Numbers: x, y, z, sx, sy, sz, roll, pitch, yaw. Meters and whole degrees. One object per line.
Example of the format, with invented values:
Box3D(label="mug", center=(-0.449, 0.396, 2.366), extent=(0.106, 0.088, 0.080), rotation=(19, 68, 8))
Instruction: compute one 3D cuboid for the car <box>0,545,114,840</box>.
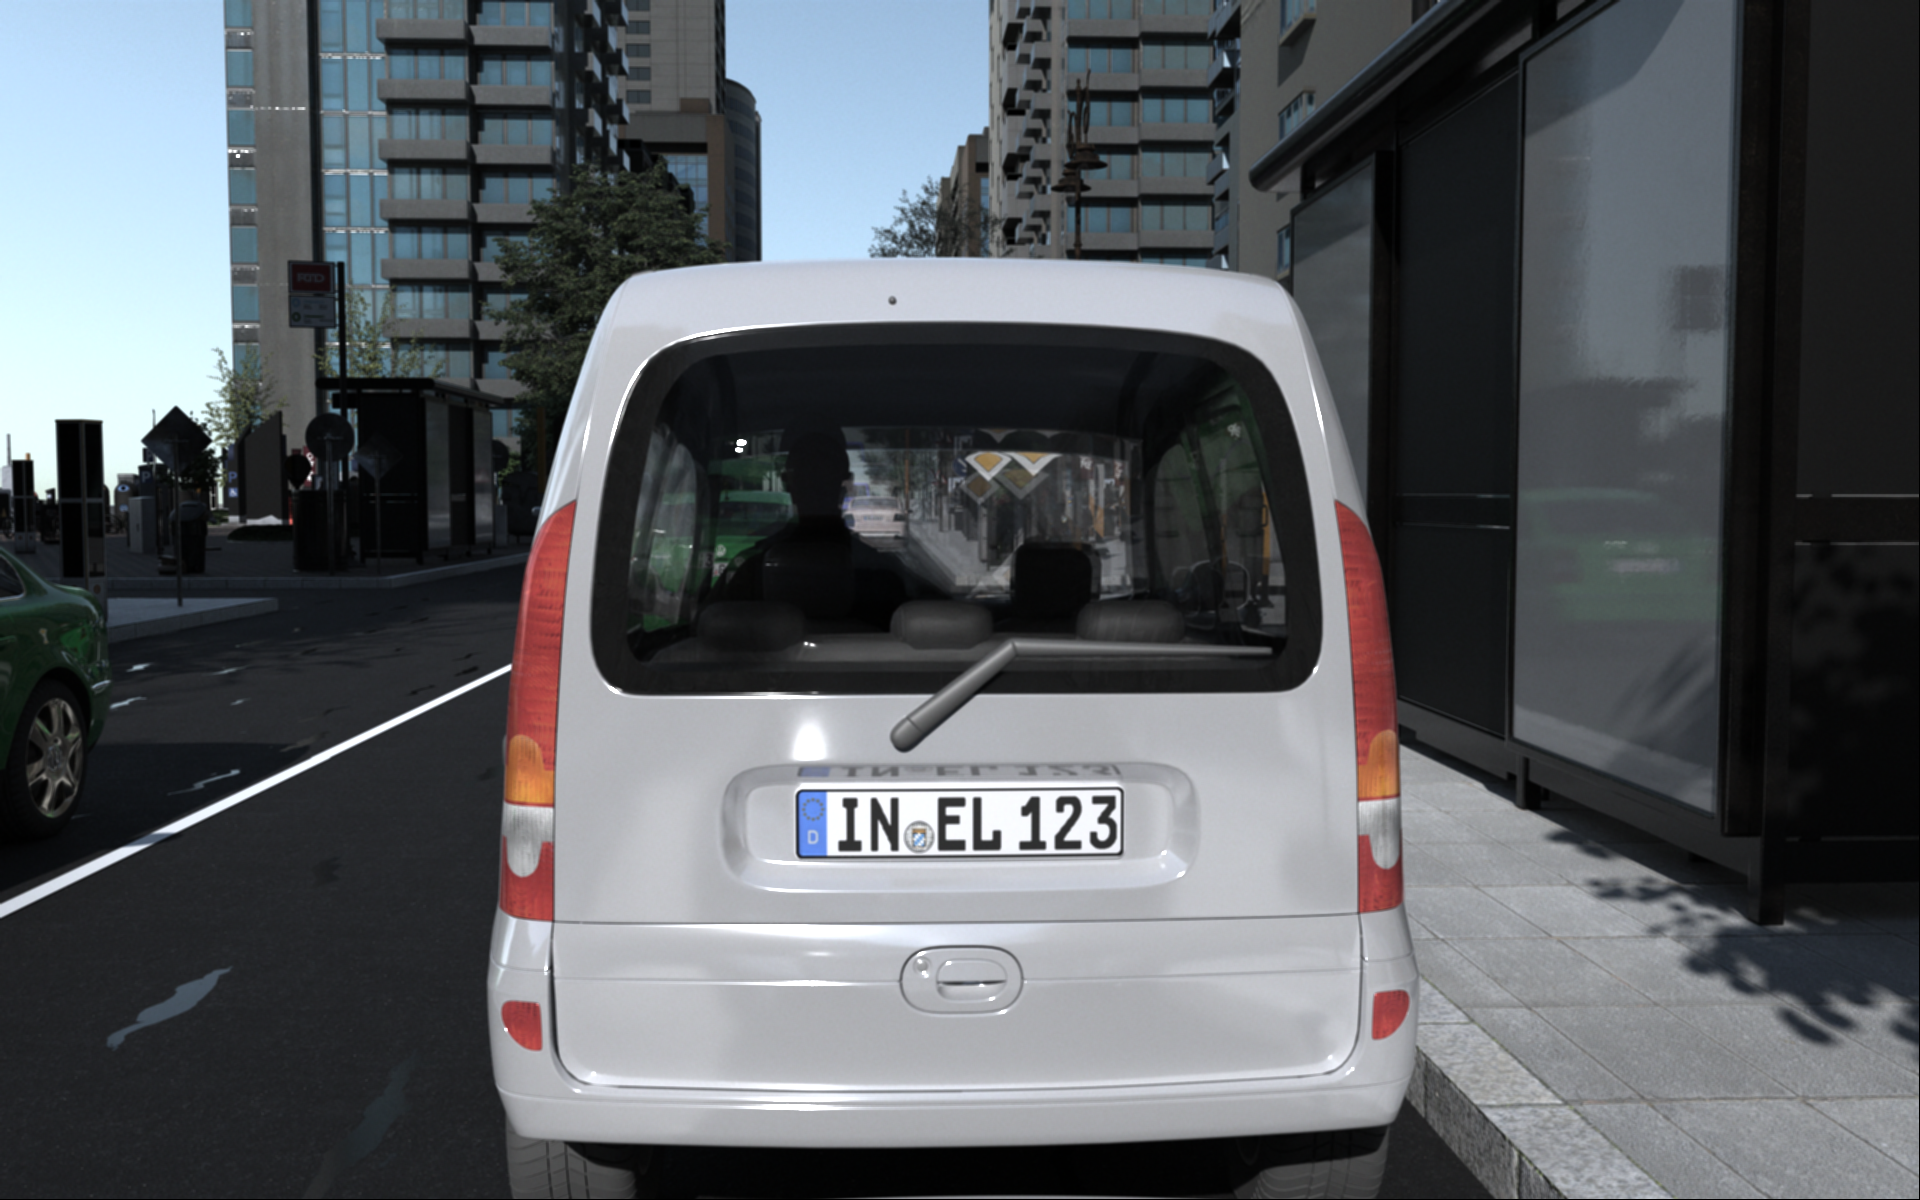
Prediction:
Box3D(label="car", center=(-4.589, 0.182, 5.816), extent=(1.959, 1.807, 4.718), rotation=(0, 4, -3))

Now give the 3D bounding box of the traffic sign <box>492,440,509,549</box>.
Box3D(label="traffic sign", center=(-10.925, -2.473, 40.532), extent=(0.768, 2.556, 0.104), rotation=(0, 4, 0))

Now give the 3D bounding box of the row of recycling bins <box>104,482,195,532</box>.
Box3D(label="row of recycling bins", center=(-27.612, -3.131, 58.297), extent=(3.534, 1.692, 1.069), rotation=(-1, 4, -9))

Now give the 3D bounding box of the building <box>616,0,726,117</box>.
Box3D(label="building", center=(-37.663, -47.641, 217.179), extent=(20.563, 71.187, 20.611), rotation=(0, 4, -3))

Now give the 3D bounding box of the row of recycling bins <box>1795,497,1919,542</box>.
Box3D(label="row of recycling bins", center=(6.842, -0.422, 14.013), extent=(1.069, 1.692, 3.534), rotation=(0, 4, 3))

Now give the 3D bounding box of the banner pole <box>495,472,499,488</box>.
Box3D(label="banner pole", center=(-22.367, -5.662, 82.590), extent=(0.863, 3.779, 0.401), rotation=(1, 4, 15))

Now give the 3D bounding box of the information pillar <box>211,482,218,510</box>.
Box3D(label="information pillar", center=(-43.669, -5.929, 101.438), extent=(0.304, 2.012, 0.304), rotation=(0, 4, -2))

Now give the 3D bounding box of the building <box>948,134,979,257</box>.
Box3D(label="building", center=(9.881, -37.080, 229.961), extent=(21.300, 48.544, 21.600), rotation=(0, 4, -3))

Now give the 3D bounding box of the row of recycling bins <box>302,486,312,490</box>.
Box3D(label="row of recycling bins", center=(-27.072, -4.040, 73.172), extent=(1.069, 1.692, 3.534), rotation=(0, 4, -8))

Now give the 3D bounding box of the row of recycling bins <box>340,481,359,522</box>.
Box3D(label="row of recycling bins", center=(-19.438, -2.899, 54.508), extent=(1.069, 1.692, 3.534), rotation=(-1, 4, -12))

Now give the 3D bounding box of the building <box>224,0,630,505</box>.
Box3D(label="building", center=(-34.571, -30.400, 116.655), extent=(23.786, 49.044, 30.456), rotation=(0, 4, -3))

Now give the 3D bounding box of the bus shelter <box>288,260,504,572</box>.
Box3D(label="bus shelter", center=(-10.595, -3.363, 32.612), extent=(2.179, 5.291, 8.768), rotation=(0, 4, -3))

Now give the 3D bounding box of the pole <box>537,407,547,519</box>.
Box3D(label="pole", center=(-9.829, -2.868, 40.736), extent=(0.158, 3.312, 0.155), rotation=(0, 3, 0))

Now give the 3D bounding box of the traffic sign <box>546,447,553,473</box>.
Box3D(label="traffic sign", center=(-10.862, -2.847, 46.656), extent=(0.768, 2.556, 0.104), rotation=(0, 4, 2))

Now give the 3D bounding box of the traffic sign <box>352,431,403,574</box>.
Box3D(label="traffic sign", center=(-9.323, -1.474, 27.747), extent=(0.795, 2.450, 0.064), rotation=(0, 4, -3))

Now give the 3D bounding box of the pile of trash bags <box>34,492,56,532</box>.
Box3D(label="pile of trash bags", center=(-31.562, -3.074, 60.011), extent=(3.447, 1.369, 1.912), rotation=(3, 4, 36))

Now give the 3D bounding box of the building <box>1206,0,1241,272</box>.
Box3D(label="building", center=(20.794, -47.229, 84.866), extent=(22.319, 86.520, 31.000), rotation=(0, 4, -3))

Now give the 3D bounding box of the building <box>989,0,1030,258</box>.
Box3D(label="building", center=(16.866, -34.784, 157.953), extent=(28.713, 52.752, 27.495), rotation=(0, 4, -3))

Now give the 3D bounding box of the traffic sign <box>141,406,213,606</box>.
Box3D(label="traffic sign", center=(-8.929, -0.987, 19.772), extent=(0.795, 2.450, 0.064), rotation=(0, 4, -3))

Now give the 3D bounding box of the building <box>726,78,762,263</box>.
Box3D(label="building", center=(-39.091, -42.815, 242.027), extent=(21.231, 58.520, 28.212), rotation=(0, 4, -3))

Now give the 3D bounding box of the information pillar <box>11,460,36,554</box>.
Box3D(label="information pillar", center=(-20.240, -2.016, 37.450), extent=(0.304, 2.012, 0.304), rotation=(1, 4, 9))

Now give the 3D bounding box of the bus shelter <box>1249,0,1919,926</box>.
Box3D(label="bus shelter", center=(2.958, -1.936, 9.286), extent=(2.179, 5.291, 8.768), rotation=(0, 4, -3))

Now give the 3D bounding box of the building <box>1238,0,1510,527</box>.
Box3D(label="building", center=(18.919, -25.849, 46.326), extent=(21.600, 48.544, 21.300), rotation=(0, 4, -3))

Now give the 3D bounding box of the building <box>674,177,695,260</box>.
Box3D(label="building", center=(-31.336, -23.433, 154.831), extent=(14.160, 30.474, 14.107), rotation=(0, 4, -3))

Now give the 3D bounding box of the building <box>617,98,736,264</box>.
Box3D(label="building", center=(-33.362, -33.628, 199.921), extent=(14.600, 45.320, 14.200), rotation=(0, 4, -3))

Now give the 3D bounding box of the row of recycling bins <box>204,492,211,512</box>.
Box3D(label="row of recycling bins", center=(-32.652, -3.980, 72.184), extent=(3.534, 1.692, 1.069), rotation=(2, 4, 26))

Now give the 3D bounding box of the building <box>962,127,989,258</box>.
Box3D(label="building", center=(7.486, -34.365, 211.973), extent=(14.600, 45.320, 14.200), rotation=(0, 4, -3))

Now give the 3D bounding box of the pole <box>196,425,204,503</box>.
Box3D(label="pole", center=(-22.412, -3.497, 51.025), extent=(0.158, 3.312, 0.155), rotation=(0, 3, 0))

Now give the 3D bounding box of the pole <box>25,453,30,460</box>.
Box3D(label="pole", center=(-46.542, -5.671, 86.560), extent=(0.158, 3.312, 0.155), rotation=(0, 3, 0))

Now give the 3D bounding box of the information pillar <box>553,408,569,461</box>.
Box3D(label="information pillar", center=(-10.561, -3.349, 46.113), extent=(0.504, 3.616, 0.183), rotation=(-1, 4, -10))

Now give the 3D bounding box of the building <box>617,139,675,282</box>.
Box3D(label="building", center=(-31.362, -22.564, 140.621), extent=(14.160, 30.474, 14.107), rotation=(0, 4, -3))

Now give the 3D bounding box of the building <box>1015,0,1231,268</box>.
Box3D(label="building", center=(15.840, -31.143, 128.792), extent=(23.786, 49.044, 30.456), rotation=(0, 4, -3))

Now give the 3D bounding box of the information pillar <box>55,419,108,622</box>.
Box3D(label="information pillar", center=(-8.729, -0.779, 17.222), extent=(0.304, 2.012, 0.304), rotation=(1, 4, 11))

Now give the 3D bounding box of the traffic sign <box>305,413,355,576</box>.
Box3D(label="traffic sign", center=(-9.881, -1.656, 27.176), extent=(0.768, 2.556, 0.104), rotation=(0, 4, -2))
